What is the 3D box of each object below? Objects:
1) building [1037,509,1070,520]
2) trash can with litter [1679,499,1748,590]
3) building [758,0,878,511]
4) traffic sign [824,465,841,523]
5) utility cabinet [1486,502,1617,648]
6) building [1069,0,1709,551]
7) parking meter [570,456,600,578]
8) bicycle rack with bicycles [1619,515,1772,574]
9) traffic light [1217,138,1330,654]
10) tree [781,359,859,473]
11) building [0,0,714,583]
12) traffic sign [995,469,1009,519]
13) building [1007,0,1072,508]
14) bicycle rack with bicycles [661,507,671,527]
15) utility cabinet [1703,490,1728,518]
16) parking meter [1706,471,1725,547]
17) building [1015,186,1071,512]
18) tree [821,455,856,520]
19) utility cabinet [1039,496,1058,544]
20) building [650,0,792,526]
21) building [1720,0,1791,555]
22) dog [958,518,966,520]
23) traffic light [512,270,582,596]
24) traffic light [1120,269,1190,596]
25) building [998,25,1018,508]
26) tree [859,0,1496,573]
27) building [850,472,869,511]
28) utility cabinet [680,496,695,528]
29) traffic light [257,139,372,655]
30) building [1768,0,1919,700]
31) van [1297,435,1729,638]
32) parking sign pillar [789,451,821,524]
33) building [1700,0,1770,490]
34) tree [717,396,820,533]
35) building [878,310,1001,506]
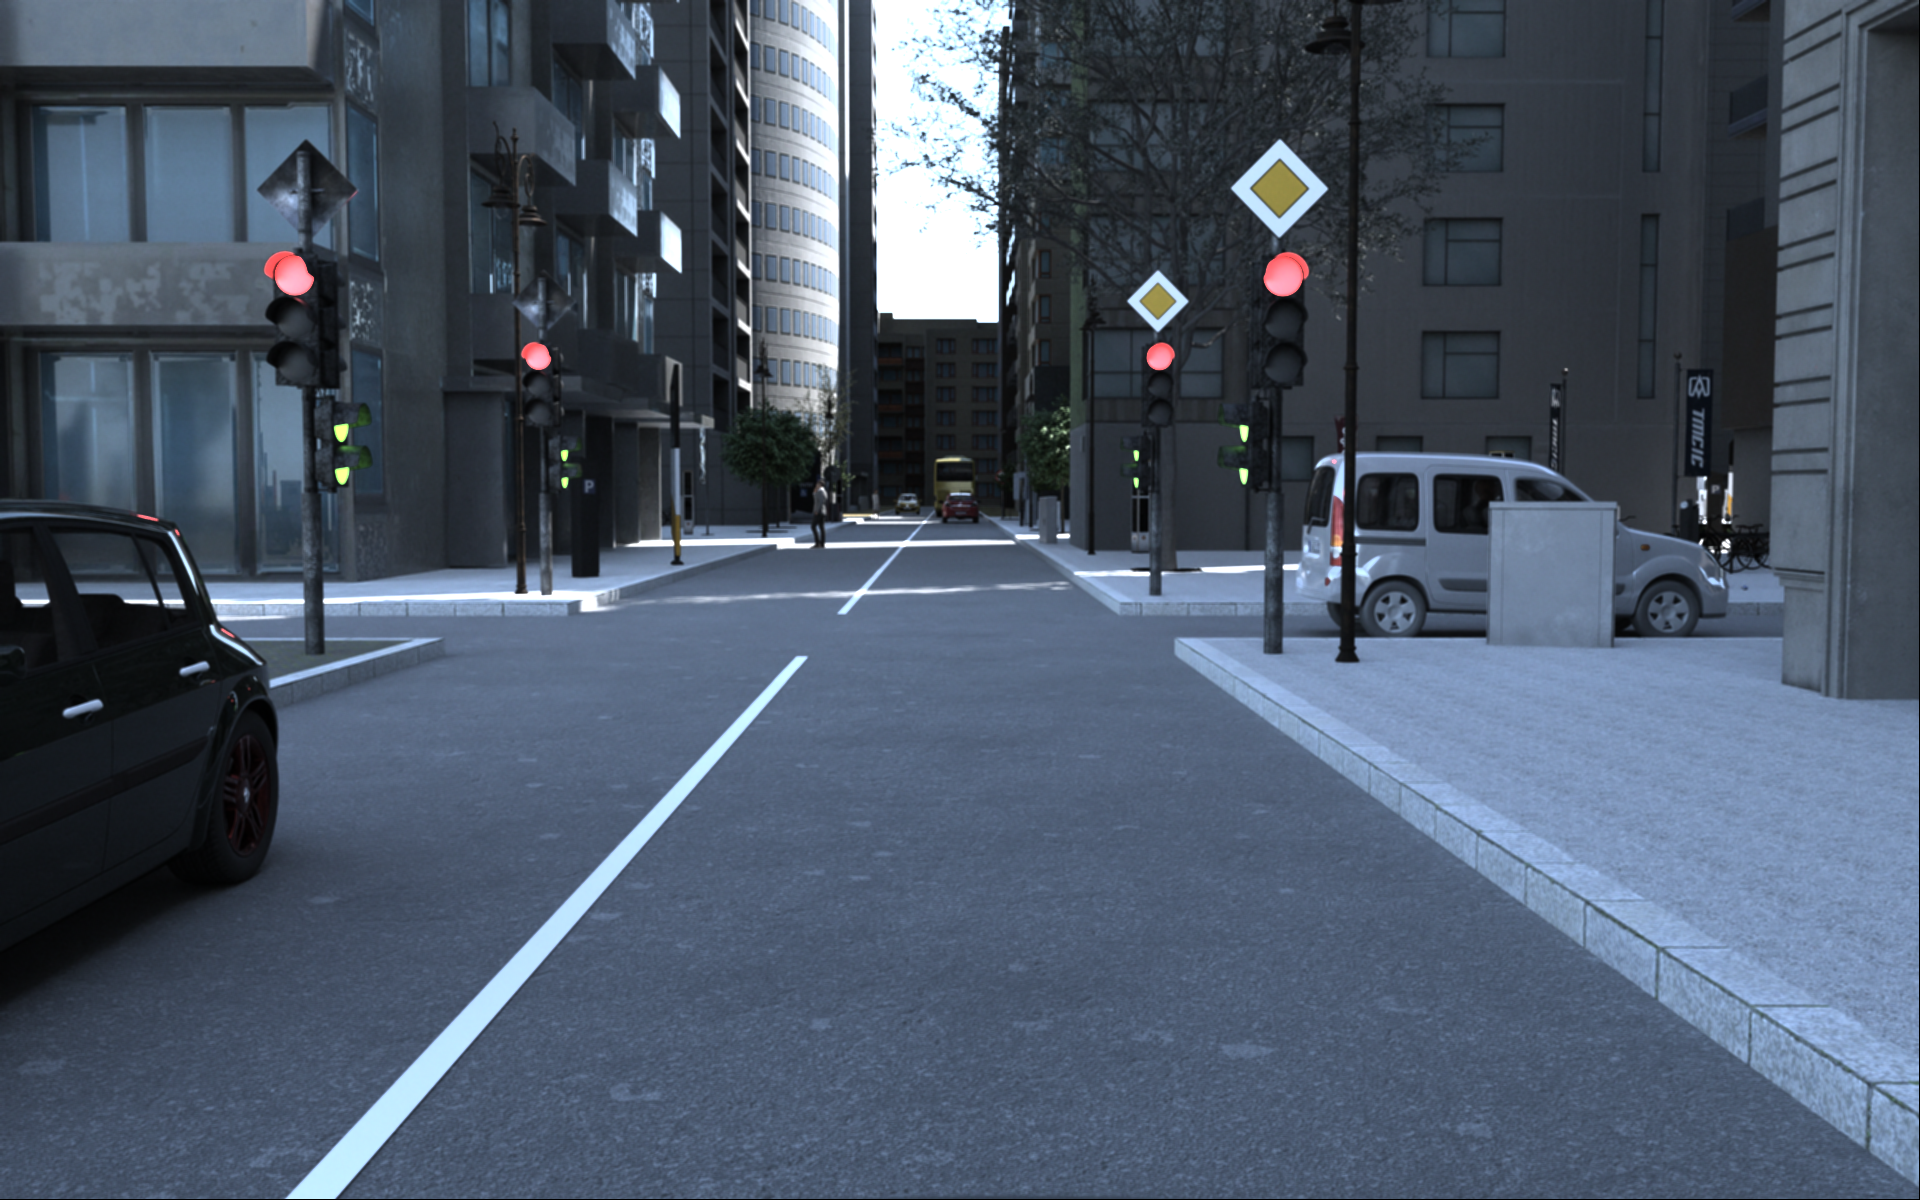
[{"bbox_3d":[14.906,-46.916,79.752,22.319,86.520,31.000,0,4,0],"label":"building"},{"bbox_3d":[9.711,-0.749,23.299,1.678,1.210,2.233,1,4,19],"label":"trash can with litter"},{"bbox_3d":[-21.839,-37.816,160.290,28.212,58.520,21.231,0,4,0],"label":"building"},{"bbox_3d":[-5.639,-4.662,76.335,0.768,2.556,0.104,0,4,6],"label":"traffic sign"},{"bbox_3d":[5.012,-0.215,14.684,1.020,1.237,0.306,1,4,19],"label":"utility cabinet"},{"bbox_3d":[9.808,-22.091,44.781,14.154,41.232,14.086,0,4,0],"label":"building"},{"bbox_3d":[-5.781,-1.286,26.738,0.255,1.863,0.399,3,5,43],"label":"parking meter"},{"bbox_3d":[13.000,-0.950,28.918,2.925,0.926,2.852,0,4,-5],"label":"bicycle rack with bicycles"},{"bbox_3d":[2.503,-1.524,13.835,0.839,4.253,0.868,0,4,0],"label":"traffic light"},{"bbox_3d":[-7.373,-8.796,94.177,4.360,8.622,3.978,0,3,0],"label":"tree"},{"bbox_3d":[-18.364,-25.480,36.214,23.786,49.044,30.456,0,4,0],"label":"building"},{"bbox_3d":[2.197,-5.438,89.019,0.768,2.556,0.104,0,4,3],"label":"traffic sign"},{"bbox_3d":[15.222,-31.926,141.595,23.786,49.044,30.456,0,4,0],"label":"building"},{"bbox_3d":[-12.395,-3.359,68.303,2.925,0.926,2.852,0,4,-7],"label":"bicycle rack with bicycles"},{"bbox_3d":[40.299,-5.119,92.369,0.318,1.500,1.173,-3,4,-38],"label":"utility cabinet"},{"bbox_3d":[18.402,-2.230,42.179,0.399,1.863,0.255,2,4,24],"label":"parking meter"},{"bbox_3d":[17.953,-16.333,112.088,27.650,21.520,28.899,0,4,0],"label":"building"},{"bbox_3d":[-6.247,-5.636,86.745,1.663,3.219,1.824,0,3,0],"label":"tree"},{"bbox_3d":[2.287,-2.078,45.130,0.306,1.237,1.020,-1,4,-9],"label":"utility cabinet"},{"bbox_3d":[-18.134,-39.148,78.322,20.563,71.187,20.611,0,4,0],"label":"building"},{"bbox_3d":[23.674,-23.211,29.616,14.200,45.320,14.600,0,4,0],"label":"building"},{"bbox_3d":[0.130,-4.638,96.030,0.550,0.427,0.748,1,4,9],"label":"dog"},{"bbox_3d":[-5.204,-2.009,21.760,0.839,4.253,0.868,0,4,0],"label":"traffic light"},{"bbox_3d":[2.457,-2.012,21.820,0.839,4.253,0.868,0,4,0],"label":"traffic light"},{"bbox_3d":[10.671,-31.429,163.969,14.600,45.320,14.200,0,4,0],"label":"building"},{"bbox_3d":[3.498,-7.209,28.243,12.009,13.543,11.850,0,3,0],"label":"tree"},{"bbox_3d":[-23.695,-27.228,137.052,32.217,40.220,23.993,0,4,0],"label":"building"},{"bbox_3d":[-10.400,-3.311,65.295,0.306,1.237,1.020,1,4,23],"label":"utility cabinet"},{"bbox_3d":[-5.158,-1.520,13.775,0.839,4.253,0.868,0,4,0],"label":"traffic light"},{"bbox_3d":[10.564,-10.102,1.332,11.583,22.565,21.152,0,4,0],"label":"building"},{"bbox_3d":[5.510,-0.633,17.367,4.112,2.044,2.013,0,4,-1],"label":"van"},{"bbox_3d":[-6.660,-5.278,74.774,1.447,3.967,1.447,2,4,26],"label":"parking sign pillar"},{"bbox_3d":[67.503,-44.187,160.707,20.611,71.187,20.563,0,4,0],"label":"building"},{"bbox_3d":[-6.485,-4.559,58.254,4.285,4.588,4.351,0,3,0],"label":"tree"},{"bbox_3d":[-9.267,-21.419,195.242,28.899,21.520,27.650,0,4,0],"label":"building"}]
